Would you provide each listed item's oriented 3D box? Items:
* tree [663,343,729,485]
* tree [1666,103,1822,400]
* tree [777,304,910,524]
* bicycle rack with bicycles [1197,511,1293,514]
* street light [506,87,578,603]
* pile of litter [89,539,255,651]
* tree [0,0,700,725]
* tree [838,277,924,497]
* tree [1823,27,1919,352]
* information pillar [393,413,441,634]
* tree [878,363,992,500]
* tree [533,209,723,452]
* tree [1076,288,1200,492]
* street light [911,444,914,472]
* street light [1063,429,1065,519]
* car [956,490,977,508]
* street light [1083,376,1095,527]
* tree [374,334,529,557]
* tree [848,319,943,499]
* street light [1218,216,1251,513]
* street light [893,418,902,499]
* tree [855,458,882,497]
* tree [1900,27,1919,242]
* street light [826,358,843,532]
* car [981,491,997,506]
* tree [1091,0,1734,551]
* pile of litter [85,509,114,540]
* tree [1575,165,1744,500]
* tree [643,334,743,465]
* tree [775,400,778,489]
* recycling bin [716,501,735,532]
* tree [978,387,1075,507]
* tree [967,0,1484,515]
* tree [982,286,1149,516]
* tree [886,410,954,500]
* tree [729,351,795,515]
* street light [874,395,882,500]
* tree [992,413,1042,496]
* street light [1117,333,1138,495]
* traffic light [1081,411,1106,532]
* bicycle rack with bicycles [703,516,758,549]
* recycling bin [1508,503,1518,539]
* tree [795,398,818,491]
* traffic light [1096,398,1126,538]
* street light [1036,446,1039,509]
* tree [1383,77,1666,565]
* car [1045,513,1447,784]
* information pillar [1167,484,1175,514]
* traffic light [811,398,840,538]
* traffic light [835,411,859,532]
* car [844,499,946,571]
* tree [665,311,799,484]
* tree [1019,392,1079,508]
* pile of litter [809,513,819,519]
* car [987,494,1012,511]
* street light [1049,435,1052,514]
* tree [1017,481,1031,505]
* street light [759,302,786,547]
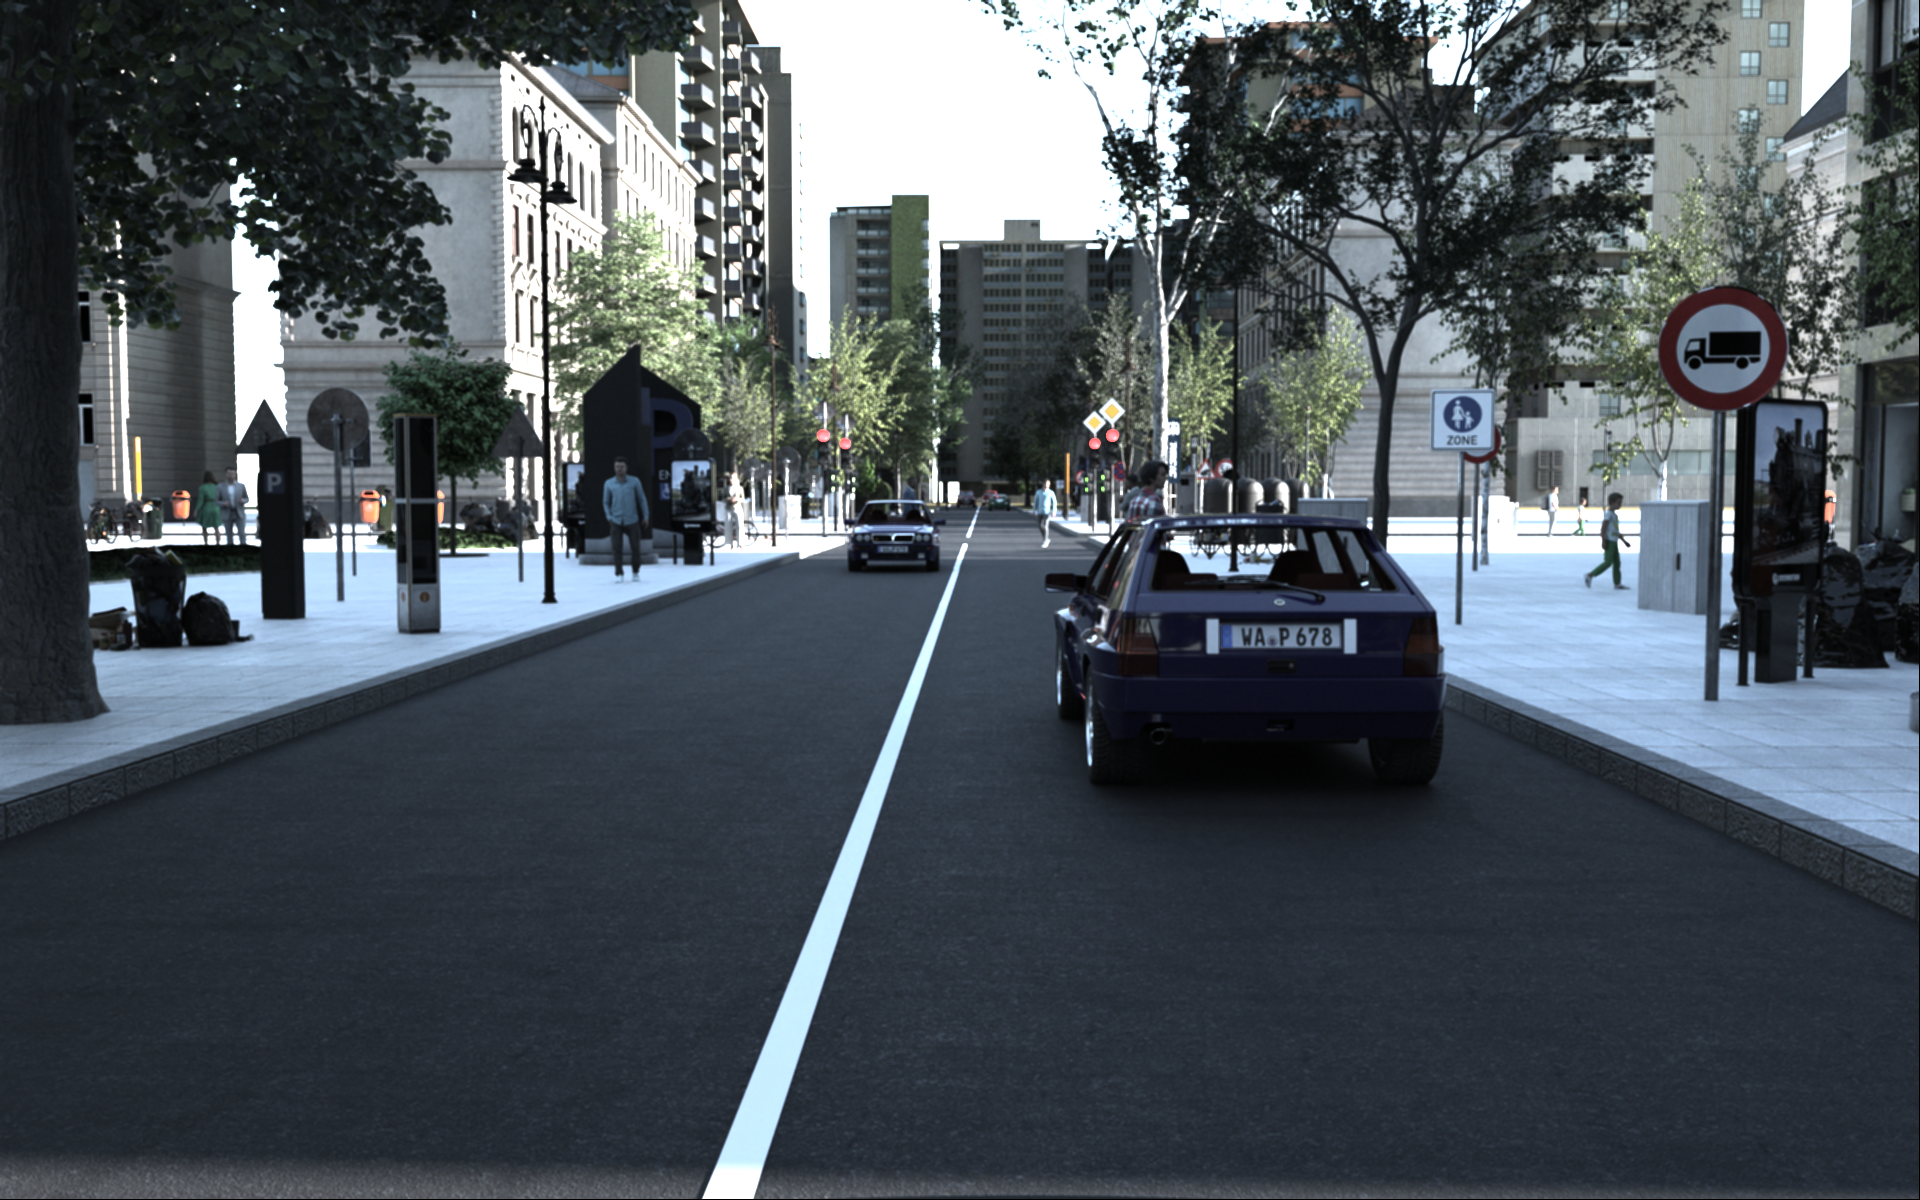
[{"bbox_3d":[-13.513,-8.099,82.777,4.360,8.622,3.978,0,3,0],"label":"tree"},{"bbox_3d":[15.299,-5.031,32.619,4.360,8.622,3.978,0,3,0],"label":"tree"},{"bbox_3d":[-4.218,-7.201,68.105,4.737,8.622,4.395,0,3,0],"label":"tree"},{"bbox_3d":[5.496,-1.338,35.262,2.852,0.926,2.925,-1,4,-19],"label":"bicycle rack with bicycles"},{"bbox_3d":[-4.844,-2.904,20.262,0.468,5.910,1.993,0,4,1],"label":"street light"},{"bbox_3d":[-6.921,-0.046,14.725,1.719,0.858,1.176,-2,4,-24],"label":"pile of litter"},{"bbox_3d":[-5.339,-6.299,9.636,9.857,13.997,8.962,0,3,0],"label":"tree"},{"bbox_3d":[-4.629,-18.217,153.730,12.611,20.169,13.585,0,3,0],"label":"tree"},{"bbox_3d":[15.632,-4.696,27.144,4.737,8.622,4.395,0,3,0],"label":"tree"},{"bbox_3d":[-5.013,-0.703,15.993,0.304,2.012,0.304,-3,5,-39],"label":"information pillar"},{"bbox_3d":[-3.084,-12.811,135.216,9.928,11.665,9.643,0,3,0],"label":"tree"},{"bbox_3d":[-13.114,-9.228,69.010,7.486,12.596,7.792,0,3,0],"label":"tree"},{"bbox_3d":[6.028,-6.801,61.560,4.360,8.622,3.978,0,3,0],"label":"tree"},{"bbox_3d":[-3.440,-9.255,124.102,0.468,5.910,1.993,0,4,1],"label":"street light"},{"bbox_3d":[5.398,-7.132,89.390,0.468,5.910,1.993,0,4,1],"label":"street light"},{"bbox_3d":[0.662,-10.752,184.464,2.281,1.827,5.304,0,4,-1],"label":"car"},{"bbox_3d":[5.100,-5.817,67.891,0.468,5.910,1.993,0,4,1],"label":"street light"},{"bbox_3d":[-10.475,-3.173,35.595,4.285,4.588,4.351,0,3,0],"label":"tree"},{"bbox_3d":[-4.404,-11.902,112.730,7.486,12.596,7.792,0,3,0],"label":"tree"},{"bbox_3d":[4.541,-3.410,28.547,0.468,5.910,1.993,0,4,1],"label":"street light"},{"bbox_3d":[-3.703,-7.927,102.394,0.468,5.910,1.993,0,4,1],"label":"street light"},{"bbox_3d":[-4.471,-5.533,85.067,1.663,3.219,1.824,0,3,0],"label":"tree"},{"bbox_3d":[13.647,-4.361,21.669,4.360,8.622,3.978,0,3,0],"label":"tree"},{"bbox_3d":[-4.245,-5.269,58.937,0.468,5.910,1.993,0,4,1],"label":"street light"},{"bbox_3d":[3.693,-12.241,208.818,2.281,1.827,5.304,0,4,2],"label":"car"},{"bbox_3d":[5.516,-5.414,22.934,8.767,10.594,7.601,1,4,22],"label":"tree"},{"bbox_3d":[-24.583,-2.143,49.002,1.176,0.858,1.719,-2,4,-23],"label":"pile of litter"},{"bbox_3d":[16.157,-5.469,39.788,4.737,8.622,4.395,0,3,0],"label":"tree"},{"bbox_3d":[-12.548,-7.691,76.109,4.737,8.622,4.395,0,3,0],"label":"tree"},{"bbox_3d":[-5.397,-7.578,74.262,4.737,8.622,4.395,0,3,0],"label":"tree"},{"bbox_3d":[-8.007,-2.863,59.360,0.722,1.027,0.722,0,4,5],"label":"recycling bin"},{"bbox_3d":[6.619,-15.582,171.776,9.611,12.733,9.660,0,3,0],"label":"tree"},{"bbox_3d":[6.163,-11.356,41.560,12.611,20.169,13.585,0,3,0],"label":"tree"},{"bbox_3d":[6.275,-11.675,101.253,12.009,13.543,11.850,0,3,0],"label":"tree"},{"bbox_3d":[-4.109,-14.226,167.007,7.601,10.594,8.767,-3,5,-39],"label":"tree"},{"bbox_3d":[-11.032,-8.389,87.518,4.360,8.622,3.978,0,3,0],"label":"tree"},{"bbox_3d":[-3.896,-6.613,80.908,0.468,5.910,1.993,0,4,1],"label":"street light"},{"bbox_3d":[6.916,-15.637,181.416,9.928,11.665,9.643,0,3,0],"label":"tree"},{"bbox_3d":[4.823,-4.724,50.032,0.468,5.910,1.993,0,4,1],"label":"street light"},{"bbox_3d":[4.520,-4.261,58.589,0.839,4.253,0.868,0,4,1],"label":"traffic light"},{"bbox_3d":[-6.331,-1.712,41.371,2.925,0.926,2.852,0,4,-4],"label":"bicycle rack with bicycles"},{"bbox_3d":[15.539,-2.274,49.731,0.722,1.027,0.722,3,5,40],"label":"recycling bin"},{"bbox_3d":[-11.898,-10.682,125.018,4.360,8.622,3.978,0,3,0],"label":"tree"},{"bbox_3d":[4.410,-3.773,50.605,0.839,4.253,0.868,0,4,1],"label":"traffic light"},{"bbox_3d":[5.995,-9.803,133.070,0.468,5.910,1.993,0,4,1],"label":"street light"},{"bbox_3d":[9.770,-4.946,31.228,4.360,8.622,3.978,0,3,0],"label":"tree"},{"bbox_3d":[1.483,0.164,9.901,1.945,1.354,3.894,0,4,0],"label":"car"},{"bbox_3d":[7.132,-3.327,58.882,0.304,2.012,0.304,-3,5,-42],"label":"information pillar"},{"bbox_3d":[-3.950,-3.779,50.704,0.839,4.253,0.868,0,4,1],"label":"traffic light"},{"bbox_3d":[-3.840,-4.267,58.688,0.839,4.253,0.868,0,4,1],"label":"traffic light"},{"bbox_3d":[-1.247,-1.278,33.476,1.945,1.354,3.894,0,4,-1],"label":"car"},{"bbox_3d":[-13.107,-10.628,99.527,9.928,11.665,9.643,0,3,0],"label":"tree"},{"bbox_3d":[6.463,-10.717,125.583,4.737,8.622,4.395,0,3,0],"label":"tree"},{"bbox_3d":[-8.123,-4.738,91.431,1.176,0.858,1.719,-2,4,-30],"label":"pile of litter"},{"bbox_3d":[3.337,-8.276,147.108,2.131,1.459,4.920,0,4,1],"label":"car"},{"bbox_3d":[5.779,-8.489,111.584,0.468,5.910,1.993,0,4,1],"label":"street light"},{"bbox_3d":[7.505,-13.059,208.117,1.663,3.219,1.824,0,3,0],"label":"tree"},{"bbox_3d":[-4.508,-4.223,41.836,0.468,5.910,1.993,0,4,1],"label":"street light"}]
